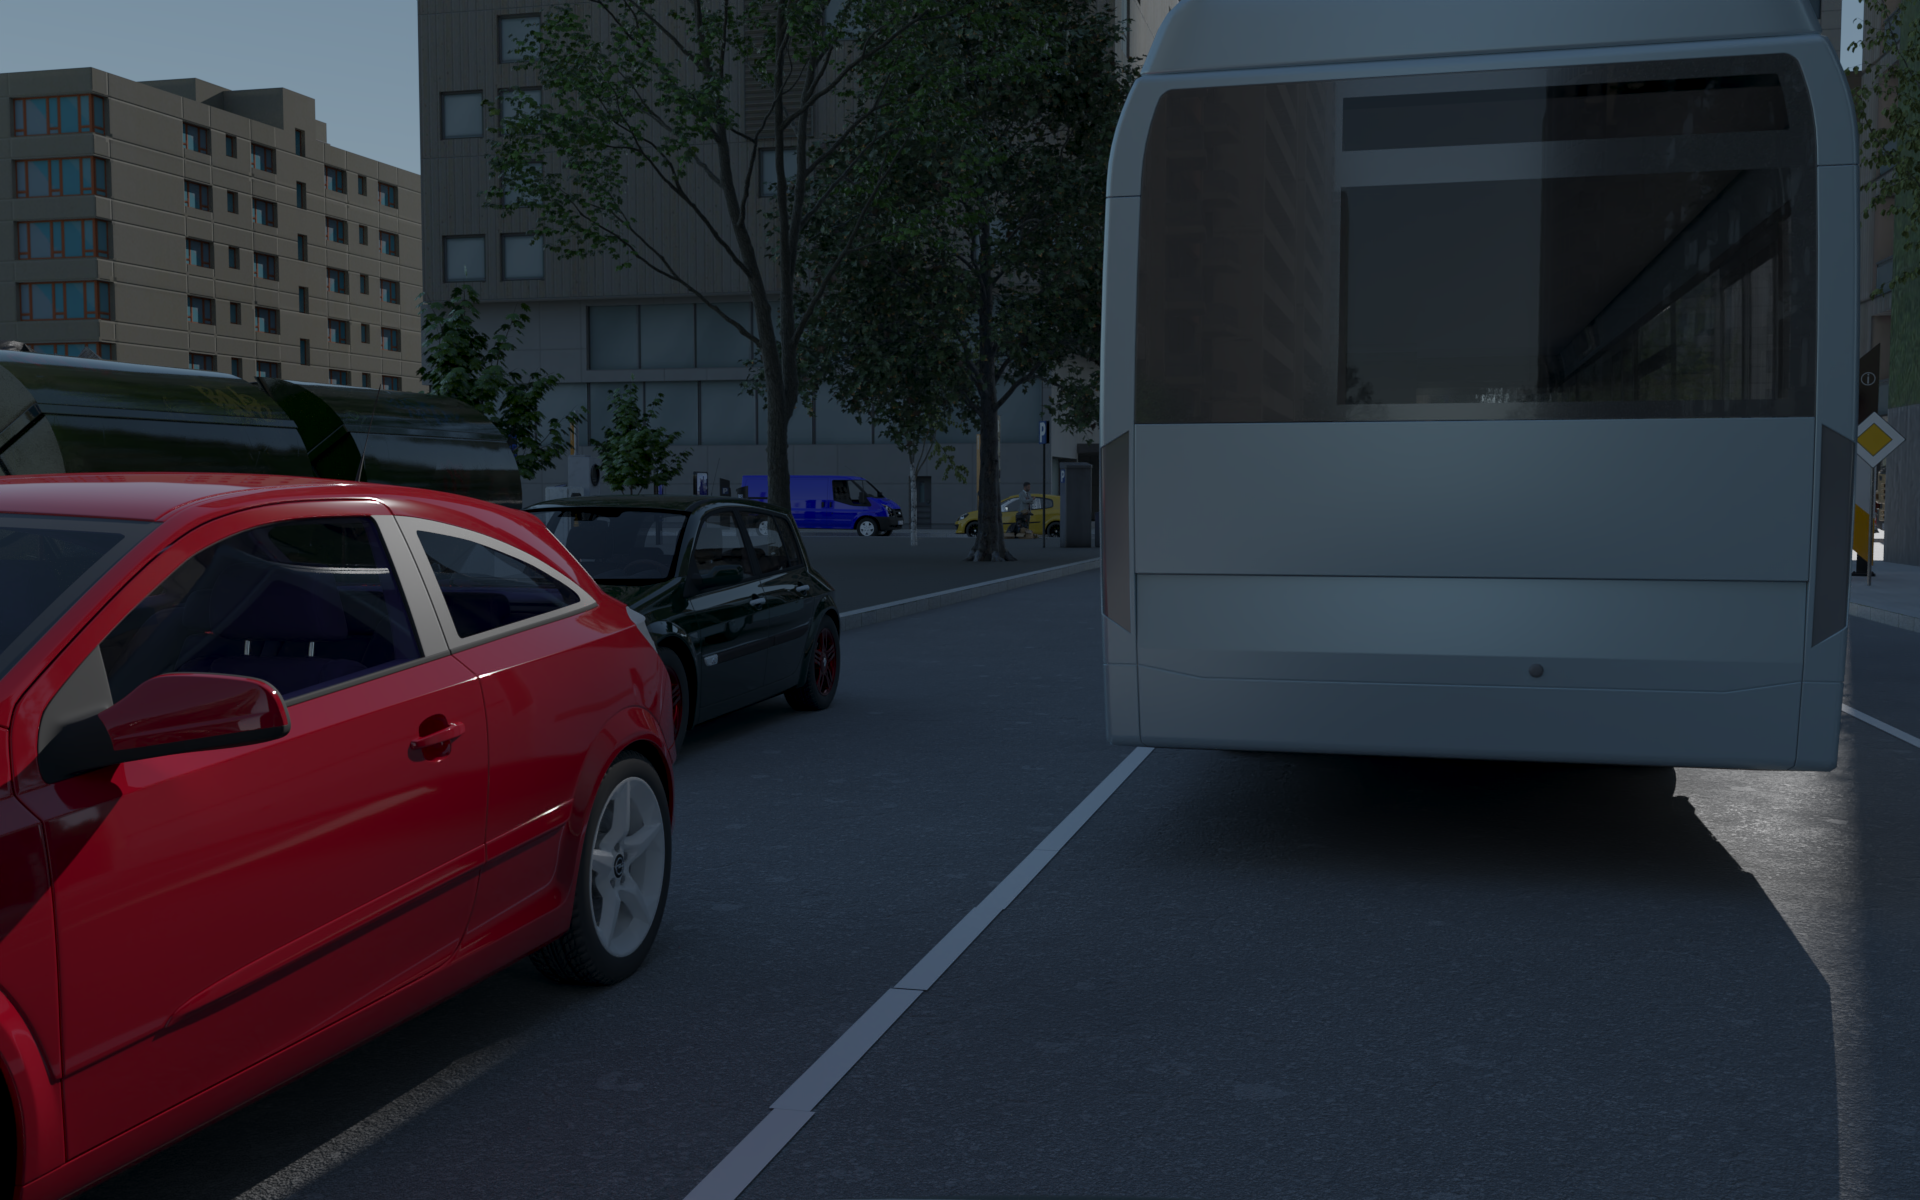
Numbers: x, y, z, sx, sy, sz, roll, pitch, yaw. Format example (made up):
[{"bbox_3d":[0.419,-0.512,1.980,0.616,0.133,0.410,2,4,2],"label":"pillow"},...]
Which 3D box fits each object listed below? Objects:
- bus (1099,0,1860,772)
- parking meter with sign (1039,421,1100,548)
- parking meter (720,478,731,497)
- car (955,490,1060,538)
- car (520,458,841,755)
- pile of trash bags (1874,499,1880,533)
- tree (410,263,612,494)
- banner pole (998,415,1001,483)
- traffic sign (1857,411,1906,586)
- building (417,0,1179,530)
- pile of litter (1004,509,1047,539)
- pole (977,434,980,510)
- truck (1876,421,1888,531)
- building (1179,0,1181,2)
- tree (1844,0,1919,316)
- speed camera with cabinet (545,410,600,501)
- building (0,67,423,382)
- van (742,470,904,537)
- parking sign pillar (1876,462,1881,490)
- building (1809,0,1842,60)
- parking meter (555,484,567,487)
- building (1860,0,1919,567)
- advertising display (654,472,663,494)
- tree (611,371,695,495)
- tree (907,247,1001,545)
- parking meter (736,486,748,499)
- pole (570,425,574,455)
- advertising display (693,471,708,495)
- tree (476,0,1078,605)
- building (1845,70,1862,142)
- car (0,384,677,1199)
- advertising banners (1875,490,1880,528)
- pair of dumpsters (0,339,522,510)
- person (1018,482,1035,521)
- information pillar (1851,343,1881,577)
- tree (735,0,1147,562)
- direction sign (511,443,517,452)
[{"bbox_3d":[3.444,-1.078,12.481,2.948,3.499,13.247,1,4,15],"label":"bus"},{"bbox_3d":[2.799,-2.769,41.529,1.738,3.016,0.543,-1,4,-16],"label":"parking meter with sign"},{"bbox_3d":[-8.455,-3.469,62.430,0.399,1.863,0.255,-1,4,-12],"label":"parking meter"},{"bbox_3d":[1.820,-2.708,54.493,3.980,1.641,2.015,1,4,14],"label":"car"},{"bbox_3d":[-2.039,-0.035,10.360,2.009,1.686,4.222,1,4,14],"label":"car"},{"bbox_3d":[29.633,-2.928,57.631,3.447,1.369,1.912,-3,5,-44],"label":"pile of trash bags"},{"bbox_3d":[-4.187,-1.216,14.477,1.663,3.219,1.824,0,3,0],"label":"tree"},{"bbox_3d":[0.861,-3.544,47.956,0.401,3.779,0.863,3,5,42],"label":"banner pole"},{"bbox_3d":[12.726,-1.406,24.179,0.795,2.450,0.064,1,4,23],"label":"traffic sign"},{"bbox_3d":[-4.537,-29.696,74.763,28.713,52.752,27.495,1,4,14],"label":"building"},{"bbox_3d":[1.701,-2.191,49.793,1.176,0.858,1.719,-3,5,-39],"label":"pile of litter"},{"bbox_3d":[0.673,-3.985,59.005,0.158,3.312,0.155,0,3,0],"label":"pole"},{"bbox_3d":[30.473,-3.543,46.834,11.283,4.237,2.839,1,4,12],"label":"truck"},{"bbox_3d":[9.228,-28.038,113.047,22.147,44.769,28.867,1,4,14],"label":"building"},{"bbox_3d":[12.239,-4.280,20.334,4.737,8.622,4.395,0,3,0],"label":"tree"},{"bbox_3d":[-9.000,-2.813,40.336,0.660,3.252,2.038,1,4,9],"label":"speed camera with cabinet"},{"bbox_3d":[-45.766,-14.815,87.272,28.899,21.520,27.650,1,4,14],"label":"building"},{"bbox_3d":[-4.432,-3.157,55.996,5.245,2.365,2.240,1,4,14],"label":"van"},{"bbox_3d":[48.478,-6.355,92.370,1.447,3.967,1.447,1,4,20],"label":"parking sign pillar"},{"bbox_3d":[53.574,-42.440,132.139,20.563,71.187,20.611,1,4,14],"label":"building"},{"bbox_3d":[-10.058,-2.148,43.539,0.372,1.533,0.369,0,3,0],"label":"parking meter"},{"bbox_3d":[24.726,-21.281,31.542,14.154,41.232,14.086,1,4,14],"label":"building"},{"bbox_3d":[-7.650,-2.371,43.986,0.123,1.923,0.974,0,4,-2],"label":"advertising display"},{"bbox_3d":[-5.199,-2.002,27.337,1.663,3.219,1.824,0,3,0],"label":"tree"},{"bbox_3d":[-0.967,-5.661,42.924,4.737,8.622,4.395,0,3,0],"label":"tree"},{"bbox_3d":[-6.579,-2.686,52.321,0.372,1.533,0.369,0,3,0],"label":"parking meter"},{"bbox_3d":[-10.887,-3.367,48.893,0.158,3.312,0.155,0,3,0],"label":"pole"},{"bbox_3d":[-7.453,-2.727,49.798,0.123,1.923,0.974,1,4,11],"label":"advertising display"},{"bbox_3d":[-2.132,-5.761,19.946,9.928,11.665,9.643,0,3,0],"label":"tree"},{"bbox_3d":[91.796,-32.428,180.311,14.200,45.320,14.600,1,4,14],"label":"building"},{"bbox_3d":[-2.161,0.316,3.877,2.155,1.783,4.494,1,4,14],"label":"car"},{"bbox_3d":[34.812,-4.255,65.764,0.090,3.025,2.074,-3,5,-42],"label":"advertising banners"},{"bbox_3d":[-4.311,-0.471,10.200,1.574,2.255,4.437,1,4,14],"label":"pair of dumpsters"},{"bbox_3d":[2.032,-2.664,52.234,0.466,1.800,0.511,1,4,22],"label":"person"},{"bbox_3d":[14.035,-2.179,26.988,0.504,3.616,0.183,2,4,32],"label":"information pillar"},{"bbox_3d":[0.461,-7.093,32.978,9.611,12.733,9.660,0,3,0],"label":"tree"},{"bbox_3d":[-16.196,-4.263,61.692,0.876,3.537,0.379,-1,4,-19],"label":"direction sign"}]
